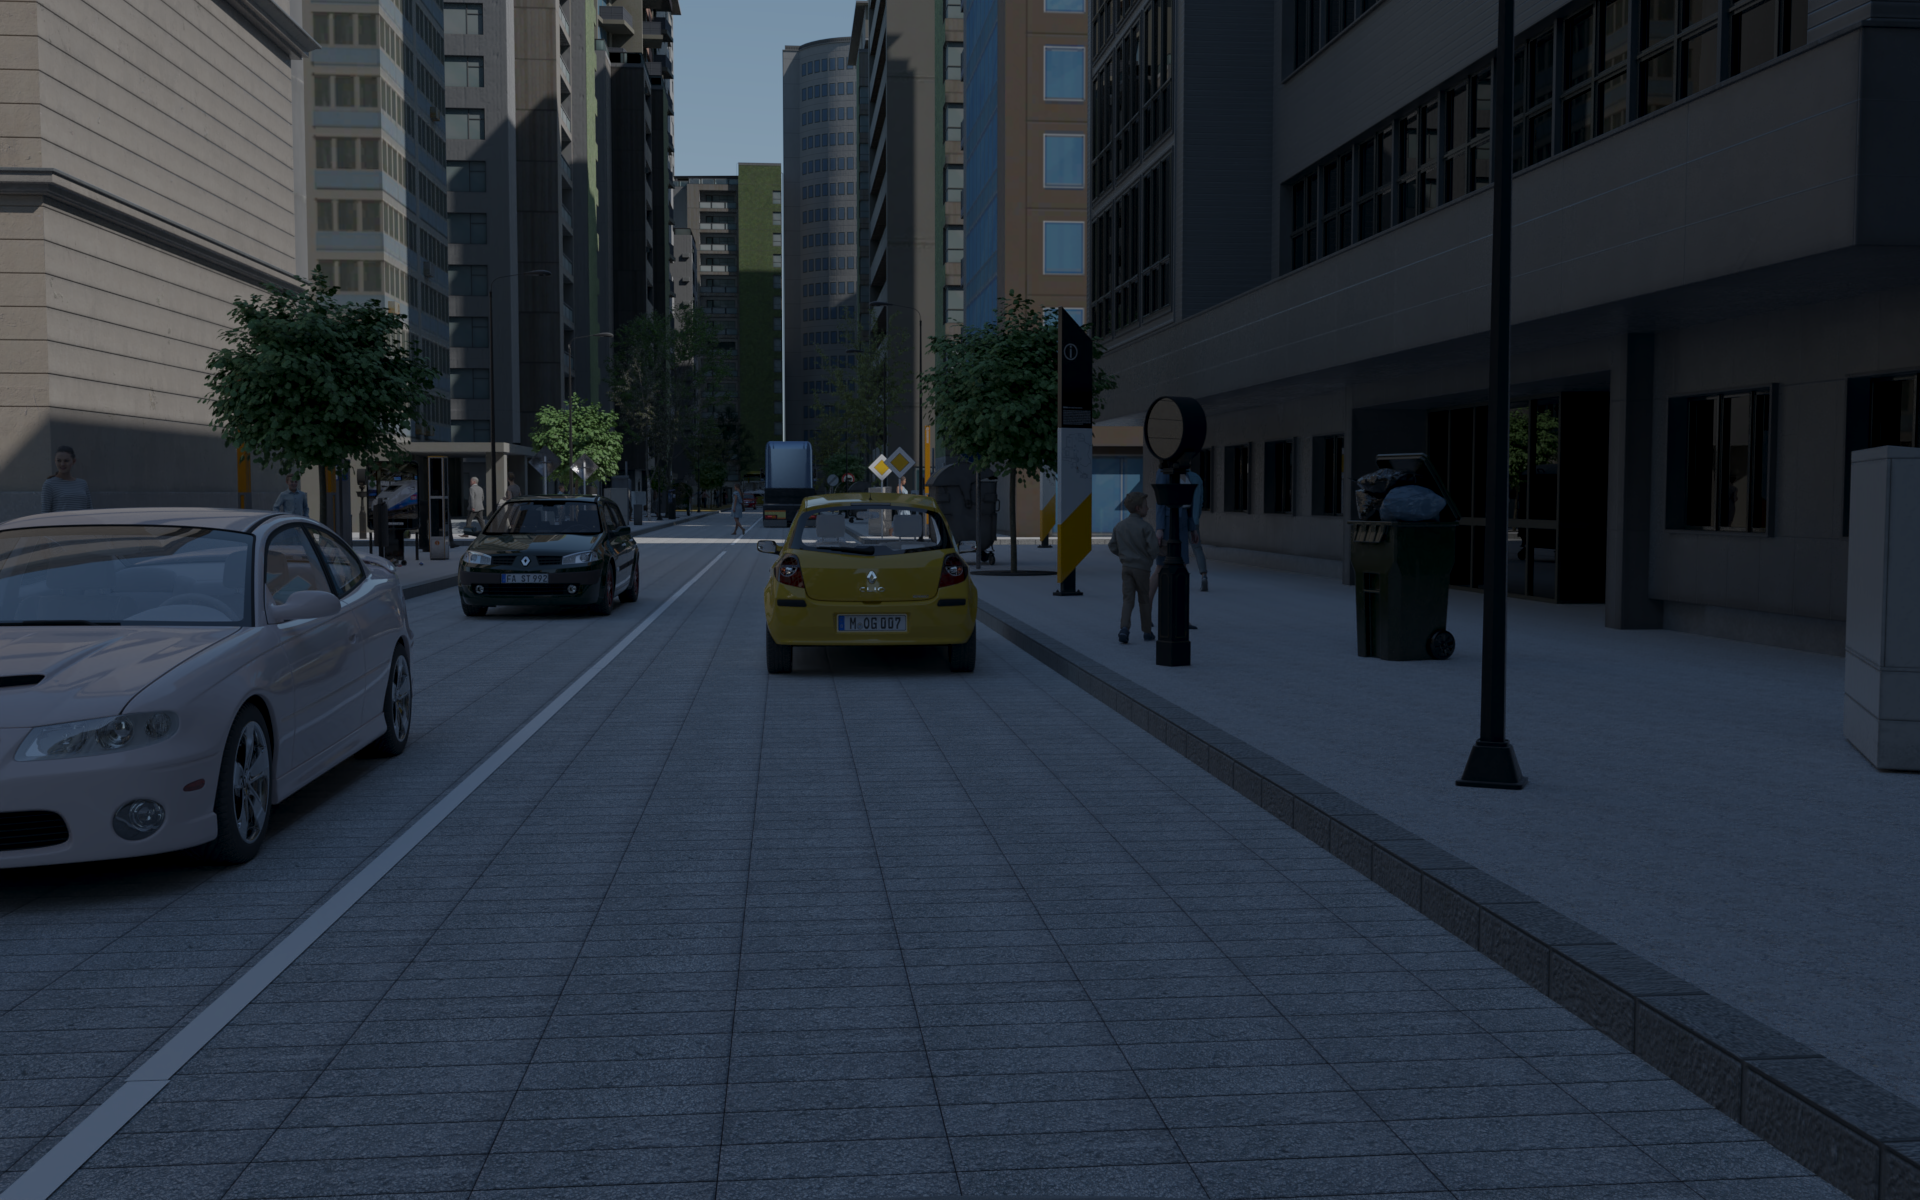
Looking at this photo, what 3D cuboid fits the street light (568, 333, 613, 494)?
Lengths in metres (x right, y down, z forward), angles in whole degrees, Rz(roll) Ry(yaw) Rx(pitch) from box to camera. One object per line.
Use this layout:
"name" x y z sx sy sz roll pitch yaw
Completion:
"street light" -10.685 -4.737 49.984 1.470 5.913 1.316 0 4 -6

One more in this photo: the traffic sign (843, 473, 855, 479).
"traffic sign" -6.719 -6.366 104.183 0.768 2.556 0.104 0 4 -4

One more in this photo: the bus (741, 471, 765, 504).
"bus" -22.280 -12.132 189.901 2.896 3.916 12.252 0 4 -4

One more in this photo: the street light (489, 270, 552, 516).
"street light" -9.170 -3.883 36.034 1.470 5.913 1.316 0 4 -6

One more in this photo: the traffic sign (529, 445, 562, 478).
"traffic sign" -9.898 -2.394 41.328 0.795 2.593 0.064 0 4 -6

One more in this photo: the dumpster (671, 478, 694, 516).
"dumpster" -16.451 -6.082 101.926 1.502 2.255 1.985 0 4 -6

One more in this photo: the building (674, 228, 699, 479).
"building" -35.705 -25.511 188.806 14.107 30.474 14.160 0 4 -6

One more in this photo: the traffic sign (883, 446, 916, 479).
"traffic sign" -1.444 -2.444 42.147 0.795 2.593 0.064 0 4 -6

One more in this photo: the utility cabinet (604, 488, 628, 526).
"utility cabinet" -12.576 -3.338 63.252 0.318 1.500 1.173 1 4 19

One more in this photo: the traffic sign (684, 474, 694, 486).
"traffic sign" -16.953 -6.580 107.579 0.884 2.594 0.081 0 4 1

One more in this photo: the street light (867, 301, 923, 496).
"street light" -1.490 -4.244 41.932 1.470 5.913 1.316 0 4 -6

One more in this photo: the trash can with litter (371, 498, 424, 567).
"trash can with litter" -10.412 -1.203 30.734 1.678 1.210 2.233 -1 4 -15

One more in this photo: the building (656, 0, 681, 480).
"building" -41.339 -35.143 163.828 28.713 52.752 27.495 0 4 -6

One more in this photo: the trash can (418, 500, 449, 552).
"trash can" -11.707 -1.638 38.438 0.748 1.137 0.748 0 3 0

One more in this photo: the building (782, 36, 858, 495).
"building" -8.371 -41.561 221.528 28.212 58.520 21.231 0 4 -6

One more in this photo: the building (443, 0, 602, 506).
"building" -26.909 -24.916 90.970 14.154 41.232 14.086 0 4 -6

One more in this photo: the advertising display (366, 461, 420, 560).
"advertising display" -10.941 -1.727 33.449 0.974 1.923 0.123 -1 4 -13

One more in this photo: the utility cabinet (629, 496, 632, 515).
"utility cabinet" -19.988 -5.689 104.179 0.306 1.237 1.020 -1 4 -23

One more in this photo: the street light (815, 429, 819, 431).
"street light" -9.725 -9.289 124.409 1.470 5.913 1.316 0 4 -6

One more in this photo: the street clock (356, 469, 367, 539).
"street clock" -17.005 -2.735 49.283 0.358 2.002 0.471 -1 4 -12

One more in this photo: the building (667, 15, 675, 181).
"building" -46.630 -47.613 216.731 20.611 71.187 20.563 0 4 -6

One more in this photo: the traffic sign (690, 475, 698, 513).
"traffic sign" -17.943 -7.083 115.813 0.884 2.594 0.081 0 4 -1

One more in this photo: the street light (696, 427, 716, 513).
"street light" -17.538 -9.008 119.826 1.470 5.913 1.316 0 4 -6

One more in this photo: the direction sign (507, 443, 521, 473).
"direction sign" -19.768 -5.154 76.272 0.876 3.537 0.379 -2 4 -25

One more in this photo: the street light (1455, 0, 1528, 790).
"street light" 1.818 -2.135 7.449 1.470 5.913 1.316 0 4 -6

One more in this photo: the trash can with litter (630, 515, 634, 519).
"trash can with litter" -17.743 -4.769 89.030 2.233 1.210 1.678 0 4 -4

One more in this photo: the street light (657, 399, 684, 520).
"street light" -14.130 -6.847 84.485 1.470 5.913 1.316 0 4 -6

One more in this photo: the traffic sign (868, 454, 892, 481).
"traffic sign" -2.236 -2.930 50.093 0.795 2.593 0.064 0 4 -6

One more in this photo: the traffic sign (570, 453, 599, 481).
"traffic sign" -10.690 -2.880 49.274 0.795 2.593 0.064 0 4 -6

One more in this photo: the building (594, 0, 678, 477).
"building" -34.093 -29.474 136.524 22.147 44.769 28.867 0 4 -6

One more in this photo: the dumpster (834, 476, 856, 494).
"dumpster" -5.946 -5.505 92.494 1.502 2.255 1.985 0 4 -5

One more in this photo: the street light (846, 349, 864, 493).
"street light" -2.963 -5.086 55.705 1.470 5.913 1.316 0 4 -6

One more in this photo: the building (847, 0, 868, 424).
"building" 2.889 -36.441 185.041 28.713 52.752 27.495 0 4 -6

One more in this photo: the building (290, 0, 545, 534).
"building" -31.831 -22.561 60.749 32.217 40.220 23.993 0 4 -6

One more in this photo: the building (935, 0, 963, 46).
"building" 5.687 -24.224 79.660 14.154 41.232 14.086 0 4 -6

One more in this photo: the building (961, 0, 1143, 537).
"building" 7.693 -24.891 57.079 14.200 45.320 14.600 0 4 -6

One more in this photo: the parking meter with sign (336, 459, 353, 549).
"parking meter with sign" -12.476 -2.363 34.894 0.543 3.016 1.738 -1 4 -19

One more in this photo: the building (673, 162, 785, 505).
"building" -29.018 -32.561 215.973 14.086 41.232 14.154 0 4 -6

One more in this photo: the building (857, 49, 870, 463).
"building" -2.737 -29.360 163.630 14.154 41.232 14.086 0 4 -6

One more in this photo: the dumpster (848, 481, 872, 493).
"dumpster" -4.320 -4.351 76.894 1.264 1.857 1.865 0 4 -6

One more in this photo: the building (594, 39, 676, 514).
"building" -26.569 -20.905 113.496 14.160 30.474 14.107 0 4 -6

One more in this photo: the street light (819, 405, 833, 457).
"street light" -6.430 -7.187 90.049 1.470 5.913 1.316 0 4 -6

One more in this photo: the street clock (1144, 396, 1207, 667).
"street clock" 1.597 -0.510 12.910 0.358 2.002 0.471 -2 4 -32

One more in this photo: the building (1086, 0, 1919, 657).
"building" 11.112 -12.578 24.714 14.314 24.678 30.058 0 4 -6

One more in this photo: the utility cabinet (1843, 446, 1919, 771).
"utility cabinet" 4.568 0.016 8.417 0.318 1.500 1.173 1 4 20

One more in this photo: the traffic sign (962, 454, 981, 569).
"traffic sign" 0.316 -1.802 29.570 0.768 2.556 0.104 0 4 -4

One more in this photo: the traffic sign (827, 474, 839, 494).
"traffic sign" -8.229 -6.853 112.155 0.768 2.556 0.104 0 4 -2

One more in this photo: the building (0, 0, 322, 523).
"building" -24.392 -14.773 28.924 23.554 28.519 14.401 0 4 -6

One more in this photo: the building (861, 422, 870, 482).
"building" 3.698 -50.597 139.935 22.319 86.520 31.000 0 4 -6

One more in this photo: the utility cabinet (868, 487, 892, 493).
"utility cabinet" -4.307 -5.209 93.848 1.173 1.500 0.318 0 4 -6

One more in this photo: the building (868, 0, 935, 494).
"building" 5.593 -29.459 105.349 21.300 48.544 21.600 0 4 -6

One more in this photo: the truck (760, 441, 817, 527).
"truck" -8.124 -5.682 82.652 2.967 4.110 18.799 0 4 -6

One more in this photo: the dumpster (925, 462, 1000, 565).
"dumpster" 0.049 -1.594 31.823 1.264 1.857 1.865 0 4 -6
